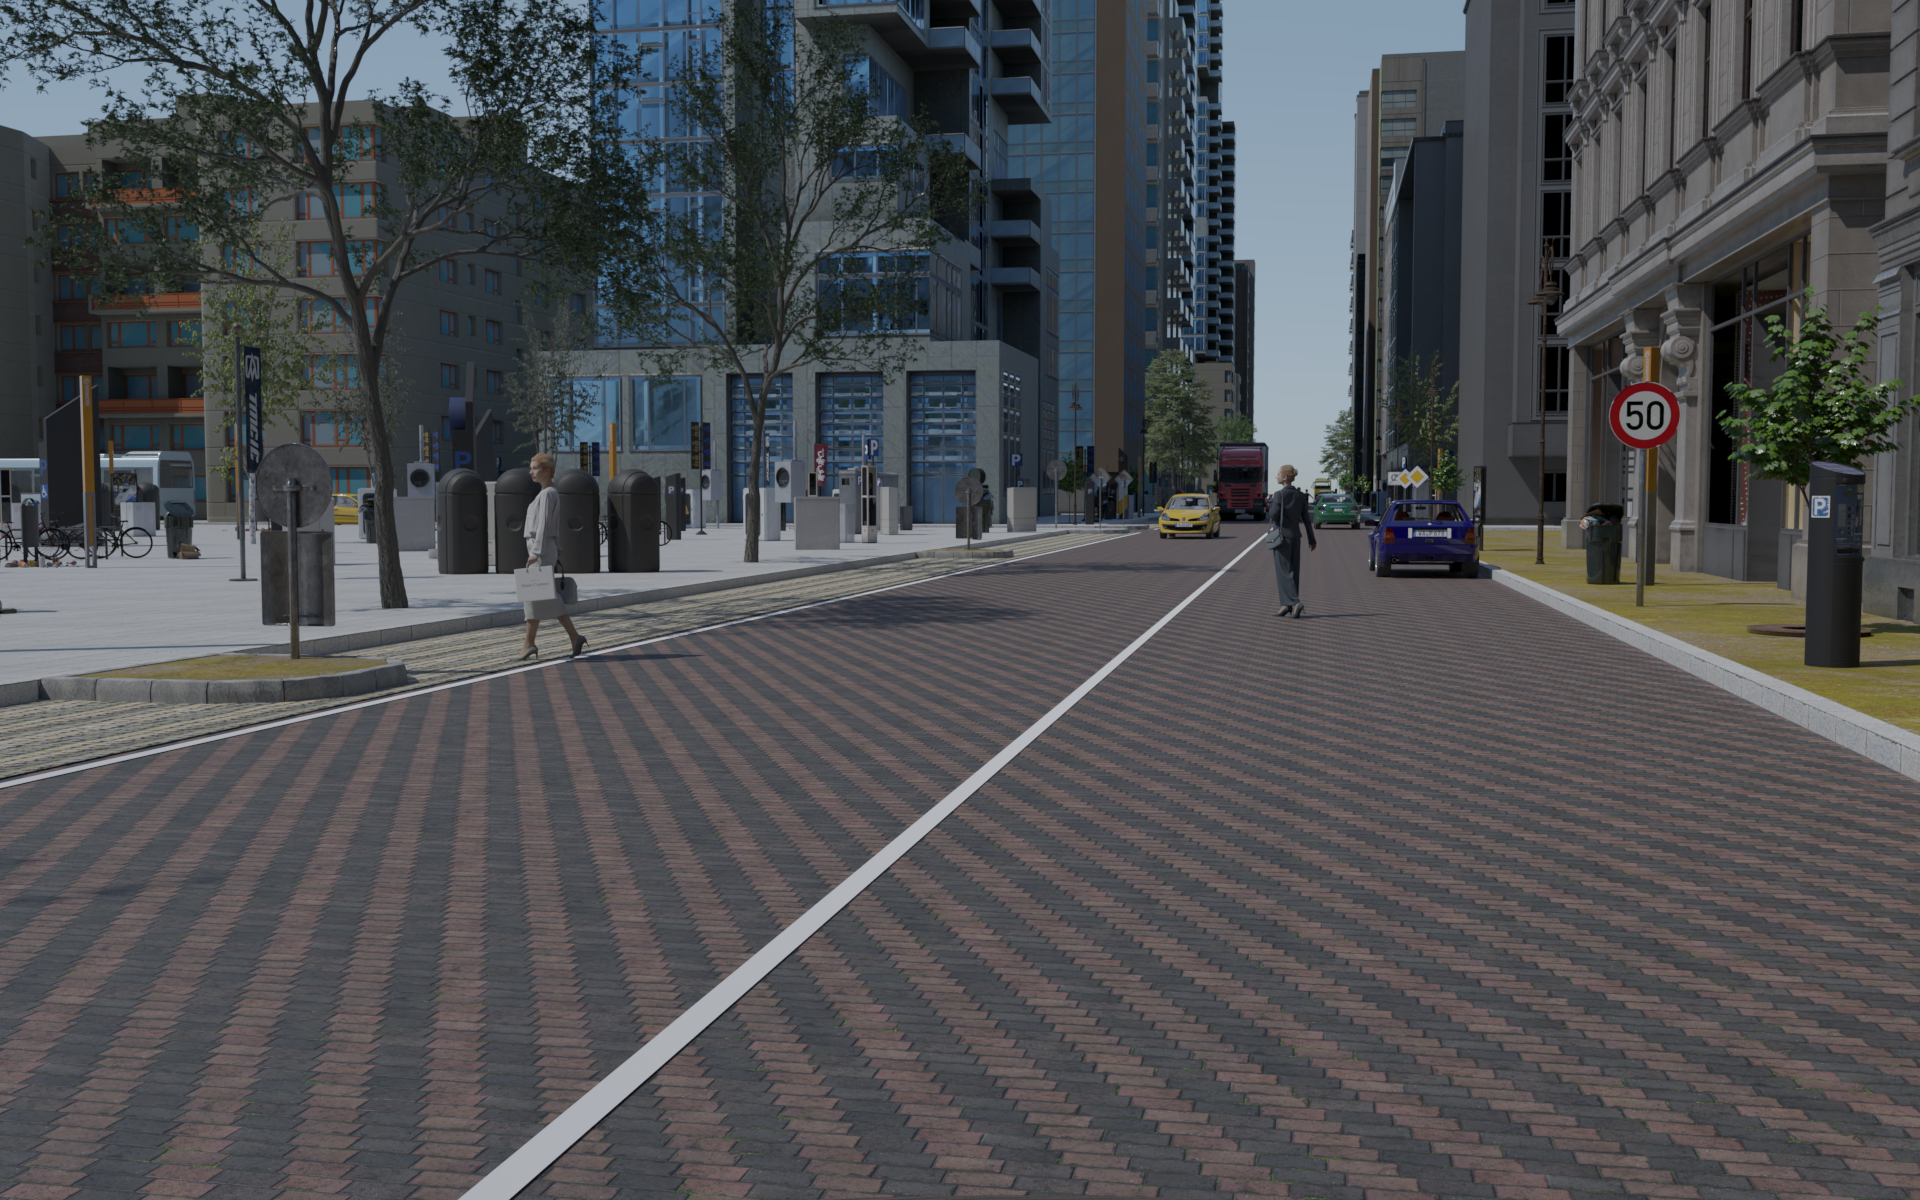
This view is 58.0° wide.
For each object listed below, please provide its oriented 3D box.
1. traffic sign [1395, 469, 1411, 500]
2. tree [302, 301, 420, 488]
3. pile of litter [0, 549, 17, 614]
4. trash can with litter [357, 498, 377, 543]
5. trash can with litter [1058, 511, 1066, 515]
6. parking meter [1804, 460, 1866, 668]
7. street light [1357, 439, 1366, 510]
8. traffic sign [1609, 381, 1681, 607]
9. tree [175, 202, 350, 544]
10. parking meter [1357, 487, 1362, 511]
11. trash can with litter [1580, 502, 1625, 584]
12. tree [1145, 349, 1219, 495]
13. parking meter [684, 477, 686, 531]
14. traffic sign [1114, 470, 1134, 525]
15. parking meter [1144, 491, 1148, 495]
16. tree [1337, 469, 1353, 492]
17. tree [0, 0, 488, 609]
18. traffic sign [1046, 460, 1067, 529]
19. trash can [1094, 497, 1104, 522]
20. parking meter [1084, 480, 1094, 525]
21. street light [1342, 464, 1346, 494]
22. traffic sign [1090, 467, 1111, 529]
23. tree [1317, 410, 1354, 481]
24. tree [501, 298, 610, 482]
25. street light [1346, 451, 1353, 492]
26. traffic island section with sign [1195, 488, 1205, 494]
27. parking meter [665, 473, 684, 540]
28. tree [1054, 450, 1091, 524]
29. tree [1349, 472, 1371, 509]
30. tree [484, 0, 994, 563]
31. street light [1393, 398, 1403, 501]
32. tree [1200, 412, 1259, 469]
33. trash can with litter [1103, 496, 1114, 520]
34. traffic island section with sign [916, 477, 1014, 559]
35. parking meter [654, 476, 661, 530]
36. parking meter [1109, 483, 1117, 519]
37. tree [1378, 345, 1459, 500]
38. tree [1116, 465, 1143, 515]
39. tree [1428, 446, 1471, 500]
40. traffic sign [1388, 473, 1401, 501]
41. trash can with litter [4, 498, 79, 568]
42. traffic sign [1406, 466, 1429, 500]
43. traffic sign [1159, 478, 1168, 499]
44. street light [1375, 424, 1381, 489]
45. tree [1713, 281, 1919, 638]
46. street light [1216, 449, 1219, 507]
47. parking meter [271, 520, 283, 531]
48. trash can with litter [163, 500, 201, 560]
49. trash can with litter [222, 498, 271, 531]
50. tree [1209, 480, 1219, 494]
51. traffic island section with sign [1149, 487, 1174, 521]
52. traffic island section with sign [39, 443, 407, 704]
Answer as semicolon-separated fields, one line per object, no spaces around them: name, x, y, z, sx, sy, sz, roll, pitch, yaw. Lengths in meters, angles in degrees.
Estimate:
traffic sign;17.691;-3.988;68.847;0.795;2.450;0.064;1;4;11
tree;-22.310;-7.032;65.333;4.360;8.622;3.978;0;3;0
pile of litter;-10.758;-0.279;18.527;1.176;0.858;1.719;-2;4;-26
trash can with litter;-15.229;-2.068;45.207;0.624;1.170;1.055;0;4;3
trash can with litter;5.408;-5.853;106.761;2.233;1.210;1.678;2;4;32
parking meter;6.515;-0.274;12.896;0.372;1.533;0.369;0;3;0
street light;33.027;-10.351;142.025;0.468;5.910;1.993;1;4;11
traffic sign;7.760;-1.198;19.691;0.768;2.556;0.104;1;4;14
tree;-18.119;-5.757;44.481;4.737;8.622;4.395;0;3;0
parking meter;31.081;-7.897;134.823;0.399;1.863;0.255;1;4;17
trash can with litter;9.159;-0.823;24.843;0.624;1.170;1.055;1;4;13
tree;16.372;-13.318;135.877;7.486;12.596;7.792;0;3;0
parking meter;-9.669;-3.302;59.705;0.399;1.863;0.255;-2;4;-24
traffic sign;6.726;-4.126;71.097;0.795;2.450;0.064;1;4;11
parking meter;13.915;-7.426;129.825;0.372;1.533;0.369;0;3;0
tree;50.705;-14.813;225.907;4.285;4.588;4.351;0;3;0
tree;-6.651;-5.196;19.371;7.601;10.594;8.767;2;4;30
traffic sign;3.570;-3.920;64.196;0.768;2.556;0.104;1;4;14
trash can;6.188;-4.110;78.850;0.748;1.137;0.748;0;3;0
parking meter;5.415;-4.089;72.569;0.399;1.863;0.255;0;4;-4
street light;48.322;-14.934;216.956;0.468;5.910;1.993;1;4;11
traffic sign;5.129;-3.647;63.273;0.795;2.450;0.064;1;4;11
tree;52.028;-19.260;233.019;7.486;12.596;7.792;0;3;0
tree;-14.963;-6.916;63.433;4.360;8.622;3.978;0;3;0
street light;42.431;-13.158;187.917;0.468;5.910;1.993;1;4;11
traffic island section with sign;16.682;-6.813;120.020;1.989;1.847;2.006;1;4;11
parking meter;-8.022;-2.612;48.419;0.399;1.863;0.255;1;4;18
tree;4.863;-4.903;74.773;1.663;3.219;1.824;0;3;0
tree;34.461;-9.420;148.623;1.663;3.219;1.824;0;3;0
tree;-3.867;-5.958;31.828;8.767;10.594;7.601;-1;4;-12
street light;21.111;-6.773;83.531;0.468;5.910;1.993;1;4;11
tree;34.466;-17.957;219.347;9.928;11.665;9.643;0;3;0
trash can with litter;7.391;-4.625;87.010;0.624;1.170;1.055;0;4;-5
traffic island section with sign;0.158;-1.866;39.138;1.989;1.847;2.006;1;4;11
parking meter;-9.863;-3.072;55.933;0.399;1.863;0.255;-1;4;-14
parking meter;7.852;-5.094;89.003;0.399;1.863;0.255;0;4;6
tree;22.946;-8.333;86.600;4.737;8.622;4.395;0;3;0
tree;10.491;-6.775;105.371;1.663;3.219;1.824;0;3;0
tree;19.359;-4.520;68.507;1.663;3.219;1.824;0;3;0
traffic sign;20.303;-4.820;80.931;0.606;2.300;0.079;1;4;13
trash can with litter;-16.369;-1.219;30.986;1.678;1.210;2.233;0;4;-8
traffic sign;16.094;-3.509;61.022;0.795;2.450;0.064;1;4;11
traffic sign;12.835;-6.555;109.303;0.606;2.300;0.079;1;4;19
street light;27.181;-8.547;112.534;0.468;5.910;1.993;1;4;11
tree;7.796;-1.306;15.955;1.663;3.219;1.824;0;3;0
street light;26.232;-12.461;176.532;0.468;5.910;1.993;1;4;11
parking meter;-14.726;-1.937;37.389;0.255;1.863;0.399;-1;4;-15
trash can with litter;-15.325;-1.401;34.295;0.624;1.170;1.055;-3;5;-45
trash can with litter;-24.490;-3.000;60.112;2.233;1.210;1.678;1;4;14
tree;30.557;-12.802;203.905;1.663;3.219;1.824;0;3;0
traffic island section with sign;11.292;-5.198;93.607;1.989;1.847;2.006;1;4;11
traffic island section with sign;-5.219;-0.250;12.723;1.989;1.847;2.006;1;4;11
